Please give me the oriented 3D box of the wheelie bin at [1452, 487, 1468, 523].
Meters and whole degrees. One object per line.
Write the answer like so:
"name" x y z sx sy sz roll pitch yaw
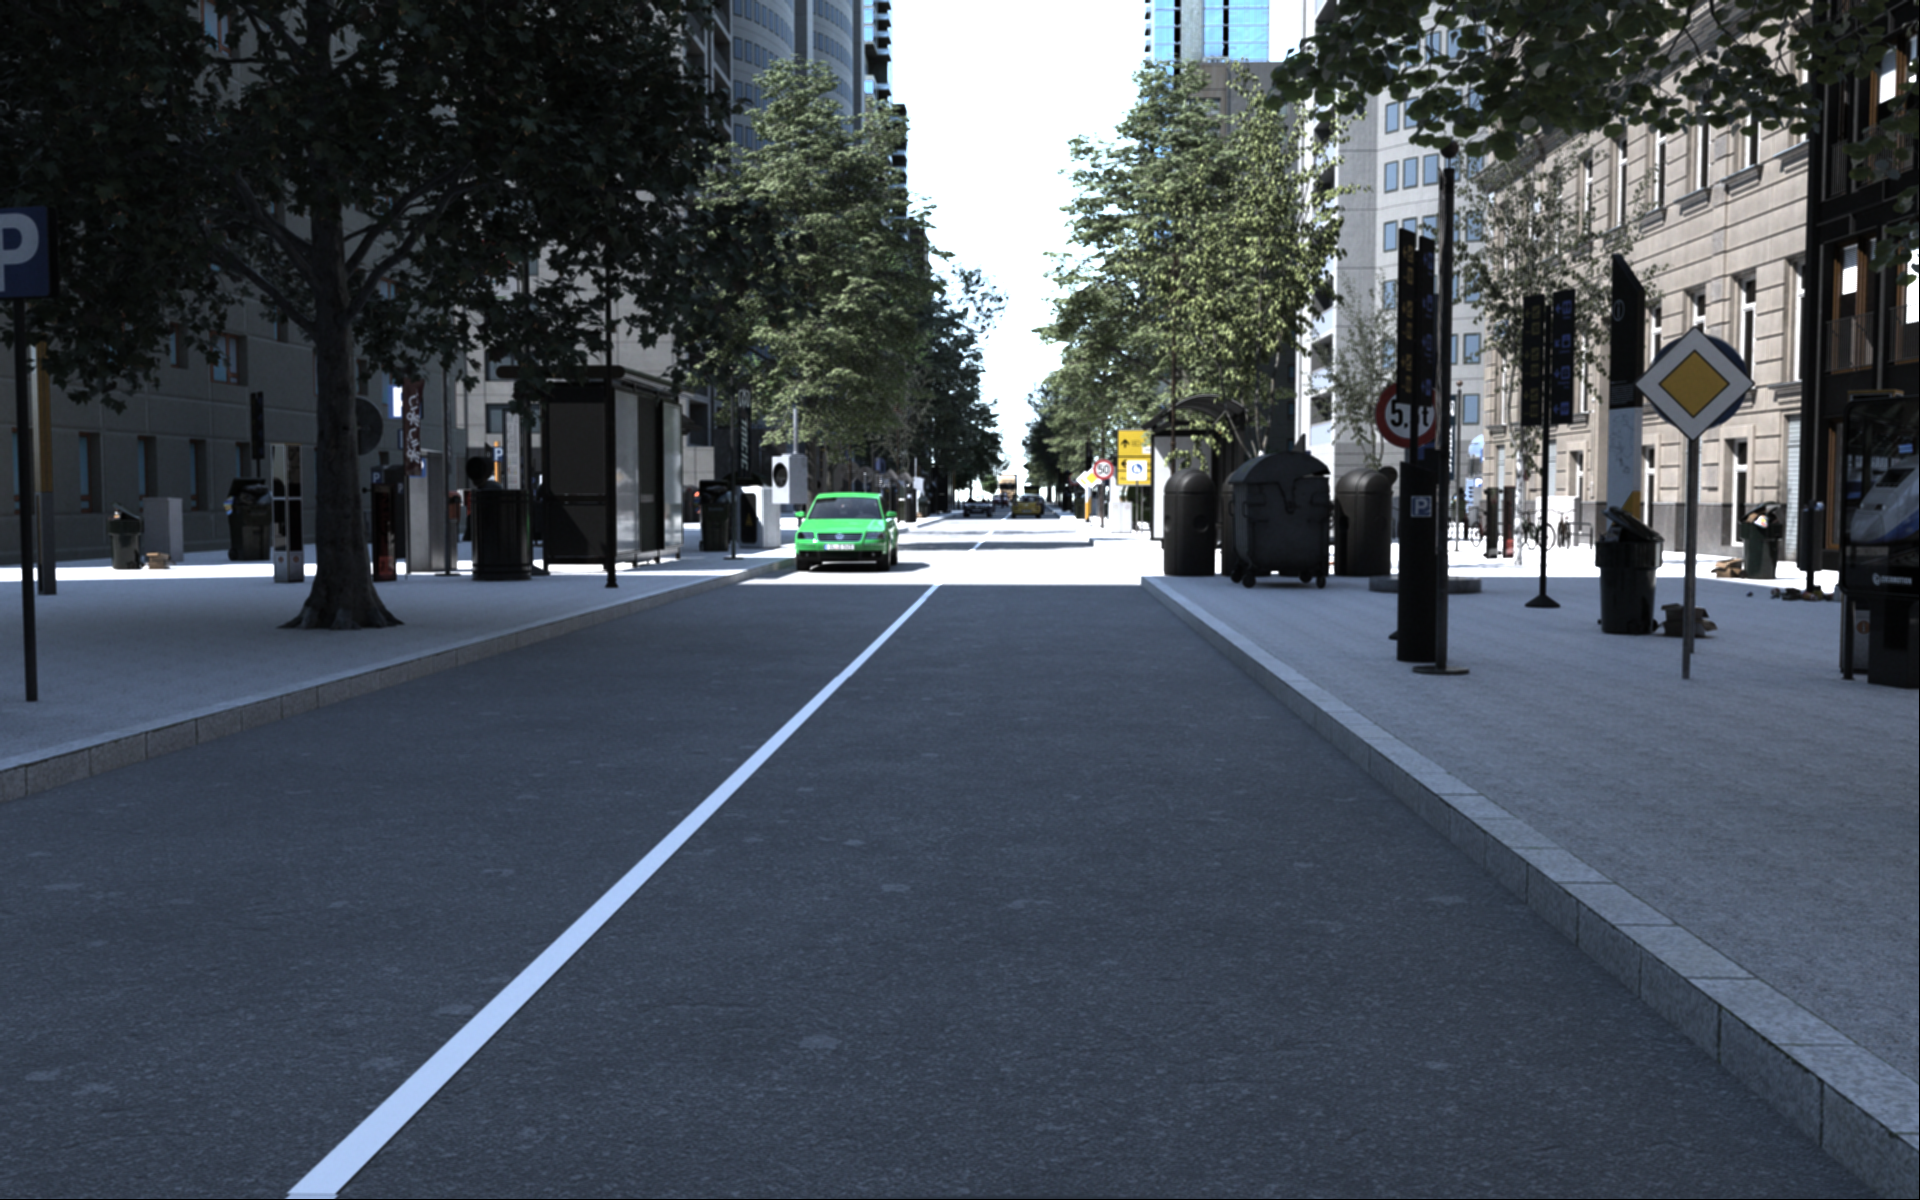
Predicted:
"wheelie bin" 22.466 -4.265 77.645 0.693 1.594 0.980 2 4 27

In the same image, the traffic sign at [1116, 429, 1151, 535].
"traffic sign" 6.001 -3.675 53.957 2.265 3.308 0.079 0 4 3

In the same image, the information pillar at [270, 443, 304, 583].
"information pillar" -9.749 -1.261 25.112 0.304 2.012 0.304 2 4 25

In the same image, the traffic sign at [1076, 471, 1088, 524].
"traffic sign" 5.341 -4.304 74.007 0.795 2.450 0.064 0 4 2

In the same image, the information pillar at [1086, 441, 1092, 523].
"information pillar" 5.745 -5.253 77.235 0.183 3.616 0.504 2 4 32

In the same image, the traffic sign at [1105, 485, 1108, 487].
"traffic sign" 10.740 -7.512 122.819 0.884 2.594 0.081 0 4 7

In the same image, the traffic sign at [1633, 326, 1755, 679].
"traffic sign" 5.049 -0.660 11.984 0.795 2.450 0.064 1 4 8

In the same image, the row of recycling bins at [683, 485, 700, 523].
"row of recycling bins" -12.457 -4.262 76.800 1.069 1.692 3.534 1 4 11

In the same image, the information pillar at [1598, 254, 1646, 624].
"information pillar" 6.428 -1.554 16.762 0.183 3.616 0.504 -1 4 -9

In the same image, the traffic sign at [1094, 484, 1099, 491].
"traffic sign" 9.585 -7.500 122.726 0.768 2.556 0.104 0 4 8

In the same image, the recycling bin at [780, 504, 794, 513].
"recycling bin" -11.951 -6.527 119.275 0.722 1.027 0.722 3 5 39

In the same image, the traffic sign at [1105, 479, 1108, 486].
"traffic sign" 10.028 -7.060 115.532 0.768 2.556 0.104 1 4 9

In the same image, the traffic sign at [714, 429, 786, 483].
"traffic sign" -6.537 -3.674 53.935 2.265 3.308 0.079 0 4 4

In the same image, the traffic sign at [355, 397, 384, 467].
"traffic sign" -7.961 -1.390 22.834 0.768 2.556 0.104 1 4 10

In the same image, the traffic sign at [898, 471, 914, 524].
"traffic sign" -2.346 -4.324 74.339 0.795 2.450 0.064 0 4 2

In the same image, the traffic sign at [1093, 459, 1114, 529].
"traffic sign" 5.193 -3.827 62.684 0.768 2.556 0.104 1 4 9

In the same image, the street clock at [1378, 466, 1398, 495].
"street clock" 11.145 -2.485 45.204 0.471 2.002 0.358 0 4 -3

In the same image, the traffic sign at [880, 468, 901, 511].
"traffic sign" -2.670 -3.836 66.360 0.795 2.450 0.064 0 4 2

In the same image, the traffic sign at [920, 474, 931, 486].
"traffic sign" -2.241 -6.692 109.522 0.768 2.556 0.104 0 4 7

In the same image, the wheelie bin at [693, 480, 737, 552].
"wheelie bin" -5.478 -1.892 38.841 0.980 1.594 0.693 -1 4 -13

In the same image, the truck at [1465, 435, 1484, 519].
"truck" 29.287 -4.870 69.381 18.799 4.110 2.967 0 4 4

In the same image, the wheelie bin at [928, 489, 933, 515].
"wheelie bin" -2.137 -6.014 106.243 0.980 1.594 0.693 1 4 11

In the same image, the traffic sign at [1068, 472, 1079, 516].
"traffic sign" 6.777 -6.238 102.101 0.768 2.556 0.104 1 4 9

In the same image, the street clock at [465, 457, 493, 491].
"street clock" -9.291 -1.770 33.516 0.471 2.002 0.358 1 4 17

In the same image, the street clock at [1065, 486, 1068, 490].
"street clock" 9.170 -8.727 147.254 0.471 2.002 0.358 -1 4 -12

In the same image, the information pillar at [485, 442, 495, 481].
"information pillar" -21.136 -5.296 77.943 0.504 3.616 0.183 -3 5 -42

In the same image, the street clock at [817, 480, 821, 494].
"street clock" -7.561 -5.286 90.997 0.471 2.002 0.358 -1 4 -16

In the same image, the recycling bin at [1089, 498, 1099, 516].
"recycling bin" 7.899 -5.532 103.006 0.722 1.027 0.722 2 4 23

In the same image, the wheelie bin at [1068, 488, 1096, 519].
"wheelie bin" 6.227 -4.905 88.110 0.980 1.594 0.693 1 4 22

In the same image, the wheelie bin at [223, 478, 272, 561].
"wheelie bin" -13.669 -1.562 33.442 0.693 1.594 0.980 3 4 38

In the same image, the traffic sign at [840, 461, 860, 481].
"traffic sign" -4.234 -4.075 66.730 0.768 2.556 0.104 0 4 6

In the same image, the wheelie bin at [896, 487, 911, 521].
"wheelie bin" -2.596 -4.550 82.297 0.980 1.594 0.693 2 4 32

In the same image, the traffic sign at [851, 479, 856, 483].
"traffic sign" -5.115 -4.884 79.965 0.768 2.556 0.104 1 4 8

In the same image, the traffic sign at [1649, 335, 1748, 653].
"traffic sign" 5.886 -0.844 13.912 0.768 2.556 0.104 1 4 10

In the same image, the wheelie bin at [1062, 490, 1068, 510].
"wheelie bin" 8.430 -7.823 135.808 0.980 1.594 0.693 3 5 42

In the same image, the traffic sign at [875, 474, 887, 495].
"traffic sign" -4.076 -5.339 89.425 0.606 2.300 0.079 0 4 5

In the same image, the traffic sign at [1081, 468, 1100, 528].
"traffic sign" 5.017 -3.816 66.029 0.795 2.450 0.064 0 4 2

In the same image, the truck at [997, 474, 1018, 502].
"truck" 6.733 -15.471 241.859 2.839 4.237 11.283 0 4 3

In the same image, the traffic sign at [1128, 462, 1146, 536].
"traffic sign" 5.465 -3.141 53.490 0.606 2.300 0.079 1 4 12

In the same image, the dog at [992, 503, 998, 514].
"dog" 2.247 -6.459 122.443 0.513 0.831 0.800 -2 4 -30

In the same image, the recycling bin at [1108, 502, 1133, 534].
"recycling bin" 5.148 -2.633 55.596 0.722 1.027 0.722 0 4 1

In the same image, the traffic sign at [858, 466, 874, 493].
"traffic sign" -4.321 -4.835 79.152 0.768 2.556 0.104 1 4 11

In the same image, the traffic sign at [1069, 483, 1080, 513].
"traffic sign" 7.599 -7.060 115.431 0.884 2.594 0.081 1 4 10

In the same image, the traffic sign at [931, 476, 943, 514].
"traffic sign" -1.504 -6.781 112.049 0.795 2.450 0.064 1 4 12

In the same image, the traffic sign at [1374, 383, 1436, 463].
"traffic sign" 4.995 -1.176 19.328 0.768 2.556 0.104 0 4 4

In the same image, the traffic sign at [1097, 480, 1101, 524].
"traffic sign" 5.799 -4.336 73.030 0.606 2.300 0.079 0 4 6

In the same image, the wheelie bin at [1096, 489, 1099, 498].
"wheelie bin" 9.301 -6.641 116.483 0.693 1.594 0.980 1 4 16

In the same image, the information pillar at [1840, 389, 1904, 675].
"information pillar" 6.506 -0.481 12.364 0.304 2.012 0.304 3 4 39

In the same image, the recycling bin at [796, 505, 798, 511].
"recycling bin" -11.724 -7.096 128.566 0.722 1.027 0.722 -2 4 -26
